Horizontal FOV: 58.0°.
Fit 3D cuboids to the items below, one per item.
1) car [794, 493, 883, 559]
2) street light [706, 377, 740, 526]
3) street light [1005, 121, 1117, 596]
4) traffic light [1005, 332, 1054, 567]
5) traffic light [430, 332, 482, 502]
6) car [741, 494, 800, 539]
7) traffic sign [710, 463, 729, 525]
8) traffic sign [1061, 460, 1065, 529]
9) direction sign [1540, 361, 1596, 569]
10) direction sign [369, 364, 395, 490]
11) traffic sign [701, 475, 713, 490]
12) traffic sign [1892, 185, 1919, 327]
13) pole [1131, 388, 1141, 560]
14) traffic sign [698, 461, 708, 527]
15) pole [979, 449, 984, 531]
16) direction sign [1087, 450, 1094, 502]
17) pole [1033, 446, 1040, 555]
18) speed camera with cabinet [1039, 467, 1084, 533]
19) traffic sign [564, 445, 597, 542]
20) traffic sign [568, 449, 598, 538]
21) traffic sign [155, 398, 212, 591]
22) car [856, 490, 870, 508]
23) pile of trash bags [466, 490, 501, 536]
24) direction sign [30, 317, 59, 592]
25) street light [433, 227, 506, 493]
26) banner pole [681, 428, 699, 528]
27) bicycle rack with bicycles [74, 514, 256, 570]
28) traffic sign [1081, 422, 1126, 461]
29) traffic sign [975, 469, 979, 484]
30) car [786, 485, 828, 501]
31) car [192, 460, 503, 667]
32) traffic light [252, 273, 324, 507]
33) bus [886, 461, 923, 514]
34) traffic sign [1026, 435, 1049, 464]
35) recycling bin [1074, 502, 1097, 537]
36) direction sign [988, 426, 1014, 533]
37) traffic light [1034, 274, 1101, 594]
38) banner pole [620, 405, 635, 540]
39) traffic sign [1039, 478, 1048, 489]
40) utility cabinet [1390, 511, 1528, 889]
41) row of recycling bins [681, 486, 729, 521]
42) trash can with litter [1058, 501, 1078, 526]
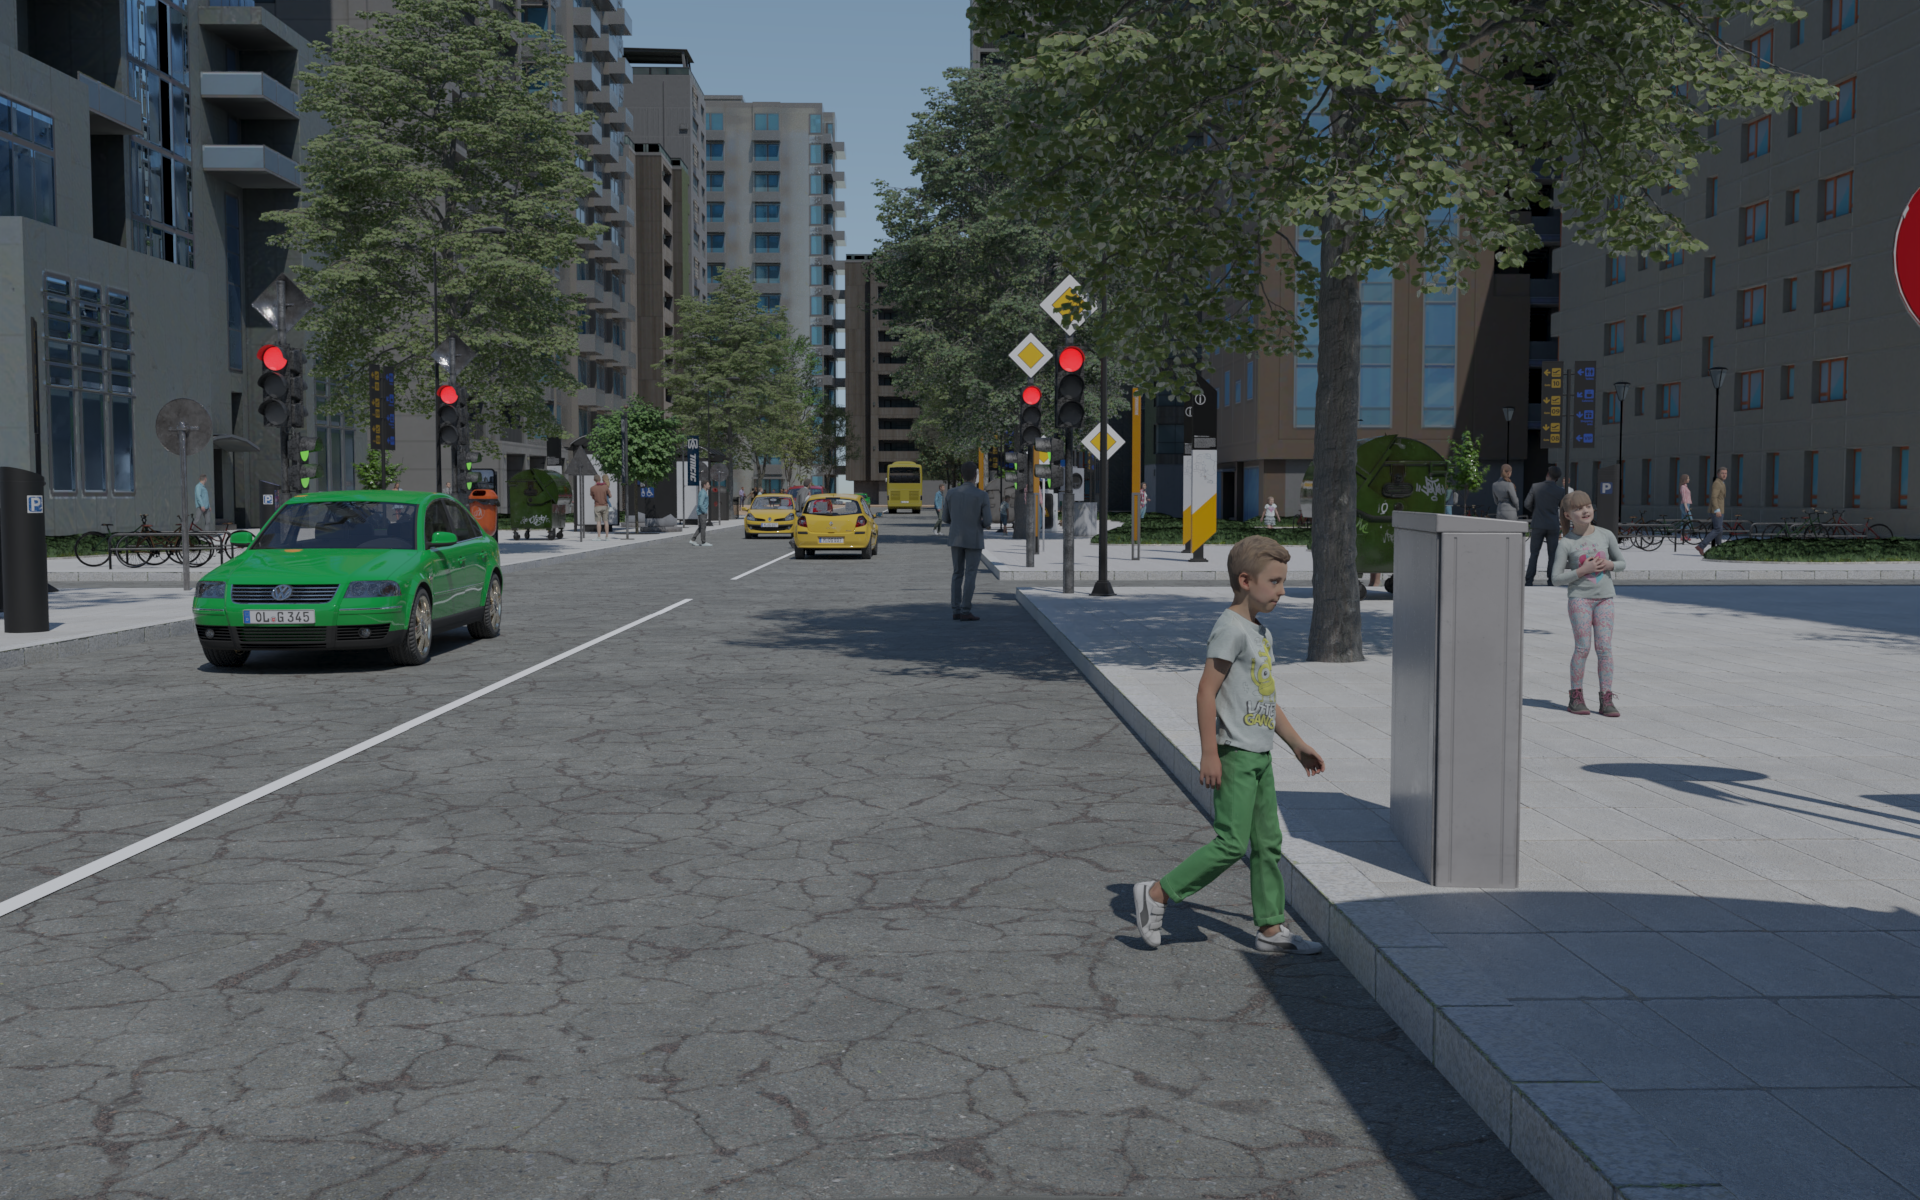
[{"bbox_3d":[-2.781,-1.786,39.433,2.015,1.641,3.980,0,4,0],"label":"car"},{"bbox_3d":[-9.430,-5.885,68.765,1.470,5.913,1.316,0,4,-1],"label":"street light"},{"bbox_3d":[1.263,-3.006,21.696,1.470,5.913,1.316,0,4,-1],"label":"street light"},{"bbox_3d":[1.212,-2.527,30.244,0.839,4.253,0.868,0,4,-1],"label":"traffic light"},{"bbox_3d":[-8.747,-2.513,30.016,0.839,4.253,0.868,0,4,-1],"label":"traffic light"},{"bbox_3d":[-6.066,-2.829,56.474,2.015,1.641,3.980,0,4,-2],"label":"car"},{"bbox_3d":[-9.845,-4.327,70.853,0.768,2.556,0.104,0,4,1],"label":"traffic sign"},{"bbox_3d":[3.818,-3.911,64.052,0.768,2.556,0.104,0,4,4],"label":"traffic sign"},{"bbox_3d":[10.354,-2.296,29.542,0.876,3.537,0.379,1,4,11],"label":"direction sign"},{"bbox_3d":[-10.172,-2.359,30.561,0.379,3.537,0.876,0,4,8],"label":"direction sign"},{"bbox_3d":[-10.432,-4.278,69.953,0.884,2.594,0.081,0,4,4],"label":"traffic sign"},{"bbox_3d":[3.826,-0.390,6.483,0.768,2.556,0.104,0,4,1],"label":"traffic sign"},{"bbox_3d":[3.406,-2.422,33.444,0.158,3.312,0.155,0,3,0],"label":"pole"},{"bbox_3d":[-10.083,-4.080,66.821,0.768,2.556,0.104,0,4,7],"label":"traffic sign"},{"bbox_3d":[0.742,-4.066,60.325,0.158,3.312,0.155,0,3,0],"label":"pole"},{"bbox_3d":[4.616,-4.237,61.275,0.379,3.537,0.876,1,4,18],"label":"direction sign"},{"bbox_3d":[1.576,-2.619,36.660,0.158,3.312,0.155,0,3,0],"label":"pole"},{"bbox_3d":[3.171,-3.896,58.038,2.038,3.252,0.660,-2,4,-31],"label":"speed camera with cabinet"},{"bbox_3d":[-10.120,-2.825,46.200,0.884,2.594,0.081,0,4,4],"label":"traffic sign"},{"bbox_3d":[-10.900,-3.065,50.109,0.884,2.594,0.081,0,4,5],"label":"traffic sign"},{"bbox_3d":[-10.285,-1.398,22.959,0.768,2.556,0.104,0,4,3],"label":"traffic sign"},{"bbox_3d":[-10.031,-10.170,175.076,1.959,1.807,4.718,0,3,0],"label":"car"},{"bbox_3d":[-10.754,-1.524,34.662,3.447,1.369,1.912,1,4,16],"label":"pile of trash bags"},{"bbox_3d":[-12.020,-1.871,22.584,0.379,3.537,0.876,-2,4,-25],"label":"direction sign"},{"bbox_3d":[-8.578,-3.528,30.226,1.470,5.913,1.316,0,4,-1],"label":"street light"},{"bbox_3d":[-10.183,-4.594,65.136,0.863,3.779,0.401,1,4,11],"label":"banner pole"},{"bbox_3d":[-14.065,-1.054,30.615,2.925,0.926,2.852,-1,4,-16],"label":"bicycle rack with bicycles"},{"bbox_3d":[2.529,-1.876,30.409,0.795,2.593,0.064,0,4,-1],"label":"traffic sign"},{"bbox_3d":[0.705,-5.167,84.592,0.768,2.556,0.104,0,4,4],"label":"traffic sign"},{"bbox_3d":[-6.660,-4.057,75.008,2.281,1.827,5.304,0,4,0],"label":"car"},{"bbox_3d":[-5.435,-0.430,15.833,1.959,1.807,4.718,0,4,-3],"label":"car"},{"bbox_3d":[-8.576,-2.025,22.033,0.839,4.253,0.868,0,4,-1],"label":"traffic light"},{"bbox_3d":[-4.165,-8.444,129.600,2.896,3.916,12.252,0,4,-2],"label":"bus"},{"bbox_3d":[1.873,-2.367,38.433,0.795,2.593,0.064,0,4,6],"label":"traffic sign"},{"bbox_3d":[3.683,-2.446,52.553,0.722,1.027,0.722,2,4,34],"label":"recycling bin"},{"bbox_3d":[1.373,-4.019,57.713,0.876,3.537,0.379,0,4,-3],"label":"direction sign"},{"bbox_3d":[1.383,-2.039,22.261,0.839,4.253,0.868,0,4,-1],"label":"traffic light"},{"bbox_3d":[-9.368,-3.572,48.411,0.401,3.779,0.863,0,4,2],"label":"banner pole"},{"bbox_3d":[3.304,-4.190,68.609,0.768,2.556,0.104,0,4,6],"label":"traffic sign"},{"bbox_3d":[1.742,0.309,6.108,0.306,1.237,1.020,0,4,6],"label":"utility cabinet"},{"bbox_3d":[-12.194,-4.616,82.581,1.069,1.692,3.534,2,4,24],"label":"row of recycling bins"},{"bbox_3d":[4.296,-3.492,68.480,0.624,1.170,1.055,-3,5,-42],"label":"trash can with litter"}]
